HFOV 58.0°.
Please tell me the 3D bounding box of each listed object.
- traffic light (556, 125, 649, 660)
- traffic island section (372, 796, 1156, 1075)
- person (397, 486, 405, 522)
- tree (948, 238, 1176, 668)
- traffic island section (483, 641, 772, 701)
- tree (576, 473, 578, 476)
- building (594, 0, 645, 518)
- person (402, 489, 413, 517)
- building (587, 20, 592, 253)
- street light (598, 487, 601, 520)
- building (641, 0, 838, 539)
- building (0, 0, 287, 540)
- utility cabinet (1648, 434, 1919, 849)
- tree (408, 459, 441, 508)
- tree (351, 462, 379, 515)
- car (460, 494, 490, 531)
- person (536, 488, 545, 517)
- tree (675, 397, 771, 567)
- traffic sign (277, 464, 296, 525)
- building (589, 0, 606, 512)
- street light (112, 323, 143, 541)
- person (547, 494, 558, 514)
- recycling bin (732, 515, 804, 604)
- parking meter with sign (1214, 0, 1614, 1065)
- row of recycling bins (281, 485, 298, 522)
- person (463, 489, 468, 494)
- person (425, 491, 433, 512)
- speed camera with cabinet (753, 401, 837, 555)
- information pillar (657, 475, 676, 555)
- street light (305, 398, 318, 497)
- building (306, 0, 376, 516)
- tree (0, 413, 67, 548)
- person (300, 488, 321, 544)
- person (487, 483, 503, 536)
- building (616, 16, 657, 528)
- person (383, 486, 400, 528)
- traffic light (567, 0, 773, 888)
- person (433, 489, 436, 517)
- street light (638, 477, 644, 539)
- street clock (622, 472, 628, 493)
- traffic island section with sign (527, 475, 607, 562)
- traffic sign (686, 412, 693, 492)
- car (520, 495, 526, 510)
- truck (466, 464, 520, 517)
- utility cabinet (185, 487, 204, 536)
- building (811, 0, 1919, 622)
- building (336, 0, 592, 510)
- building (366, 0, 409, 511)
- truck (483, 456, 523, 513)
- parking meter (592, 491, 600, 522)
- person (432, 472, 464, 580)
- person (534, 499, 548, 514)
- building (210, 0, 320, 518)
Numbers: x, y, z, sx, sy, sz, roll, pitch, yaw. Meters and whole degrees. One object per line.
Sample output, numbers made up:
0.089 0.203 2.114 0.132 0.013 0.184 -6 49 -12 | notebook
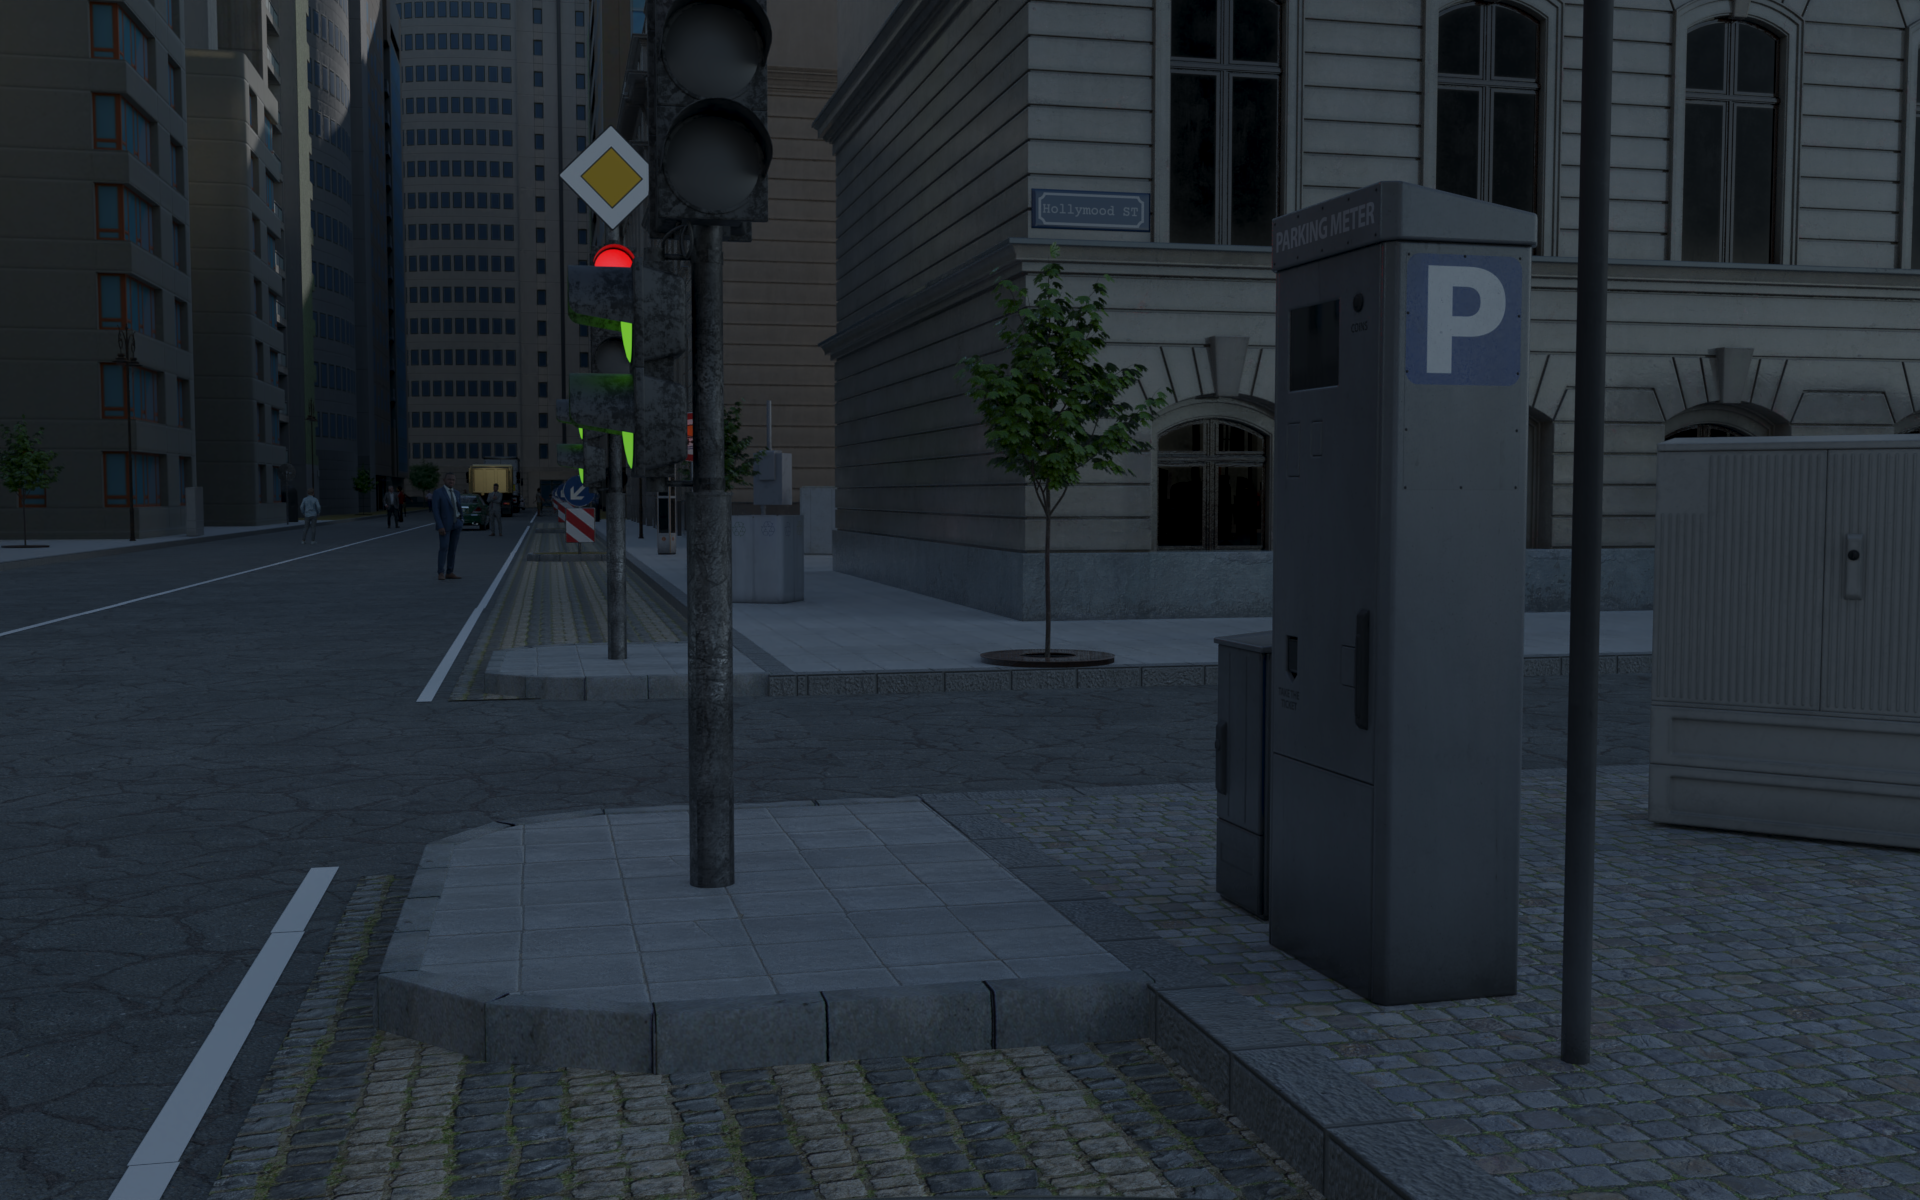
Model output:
-2.684 -1.495 13.357 0.839 4.253 0.868 -1 4 -13 | traffic light
-0.794 1.013 5.712 2.009 0.180 2.903 -1 4 -13 | traffic island section
-28.393 -4.846 87.688 0.705 1.831 1.348 0 4 6 | person
0.808 -1.137 13.189 1.663 3.219 1.824 0 3 0 | tree
-2.642 0.538 13.481 2.009 0.180 2.903 -1 4 -13 | traffic island section
-34.960 -10.014 158.328 1.663 3.219 1.824 0 3 0 | tree
-13.546 -27.441 98.771 14.600 45.320 14.200 -1 4 -13 | building
-35.078 -6.117 109.038 1.217 1.766 0.721 -1 4 -11 | person
-25.892 -28.814 154.703 14.154 41.232 14.086 -1 4 -13 | building
-17.912 -6.911 85.783 0.468 5.910 1.993 -1 4 -13 | street light
-2.982 -15.626 52.744 12.463 27.353 25.104 -1 4 -13 | building
-40.119 -13.112 59.423 27.650 21.520 28.899 -1 4 -13 | building
3.212 0.138 6.415 1.173 1.500 0.318 2 4 34 | utility cabinet
-49.263 -10.744 159.375 4.285 4.588 4.351 0 3 0 | tree
-36.361 -6.807 105.900 1.663 3.219 1.824 0 3 0 | tree
-19.804 -3.511 69.202 2.131 1.459 4.920 -1 4 -12 | car
-26.632 -6.189 109.698 0.705 1.824 1.348 -2 4 -32 | person
-4.048 -2.145 29.669 1.663 3.219 1.824 0 3 0 | tree
-28.194 -4.431 72.555 0.768 2.556 0.104 -1 4 -10 | traffic sign
-18.134 -31.428 137.546 21.300 48.544 21.600 -1 4 -13 | building
-22.572 -4.543 47.071 0.468 5.910 1.993 -1 4 -13 | street light
-29.172 -6.894 124.400 0.628 1.438 0.799 2 4 30 | person
-2.310 -0.492 20.606 0.722 1.027 0.722 1 4 17 | recycling bin
1.177 -0.512 4.626 0.543 3.016 1.738 -1 4 -15 | parking meter with sign
-31.853 -4.362 78.437 3.534 1.692 1.069 -1 4 -16 | row of recycling bins
-40.061 -8.053 140.263 1.348 1.812 0.705 0 4 -1 | person
-41.949 -7.799 136.945 0.756 1.711 0.436 -3 4 -36 | person
-3.329 -2.590 36.684 2.038 3.252 0.660 1 4 17 | speed camera with cabinet
-6.213 -1.968 36.662 0.304 2.012 0.304 1 4 16 | information pillar
-31.130 -6.758 83.280 0.468 5.910 1.993 -1 4 -13 | street light
-49.211 -34.590 107.544 21.231 58.520 28.212 -1 4 -13 | building
-22.306 -2.855 41.283 1.663 3.219 1.824 0 3 0 | tree
-18.670 -2.417 49.823 0.589 1.601 0.330 0 4 2 | person
-15.870 -3.083 59.083 0.511 1.800 0.466 0 4 -7 | person
-8.451 -14.375 76.830 13.314 21.916 24.055 -1 4 -13 | building
-23.833 -3.903 72.712 0.661 1.777 0.834 -3 5 -40 | person
-0.835 -1.019 5.588 0.839 4.253 0.868 -1 4 -13 | traffic light
-32.669 -6.080 108.437 0.750 1.759 0.617 1 4 10 | person
-9.200 -4.710 49.798 0.468 5.910 1.993 -1 4 -13 | street light
-10.991 -3.152 56.103 0.358 2.002 0.471 2 4 30 | street clock
-8.337 -1.761 37.415 1.989 1.847 2.006 -1 4 -13 | traffic island section with sign
-4.170 -1.647 27.032 0.768 2.556 0.104 -1 4 -9 | traffic sign
-39.945 -8.735 155.184 2.083 1.381 4.827 -1 4 -15 | car
-29.918 -7.025 110.777 3.469 3.379 9.791 -1 4 -14 | truck
-23.314 -2.694 52.733 0.318 1.500 1.173 -1 4 -14 | utility cabinet
15.907 -12.630 25.581 34.723 24.649 14.460 -1 4 -13 | building
-47.009 -38.845 177.109 28.212 58.520 21.231 -1 4 -13 | building
-54.986 -30.371 146.677 14.200 45.320 14.600 -1 4 -13 | building
-35.453 -8.900 134.431 2.839 4.237 11.283 -1 4 -13 | truck
-16.741 -4.354 79.591 0.372 1.533 0.369 0 3 0 | parking meter
-8.623 -1.251 29.143 0.419 1.800 0.721 2 4 26 | person
-30.604 -7.007 126.323 1.065 1.426 0.557 -1 4 -10 | person
-41.383 -24.748 88.231 14.154 41.232 14.086 -1 4 -13 | building
